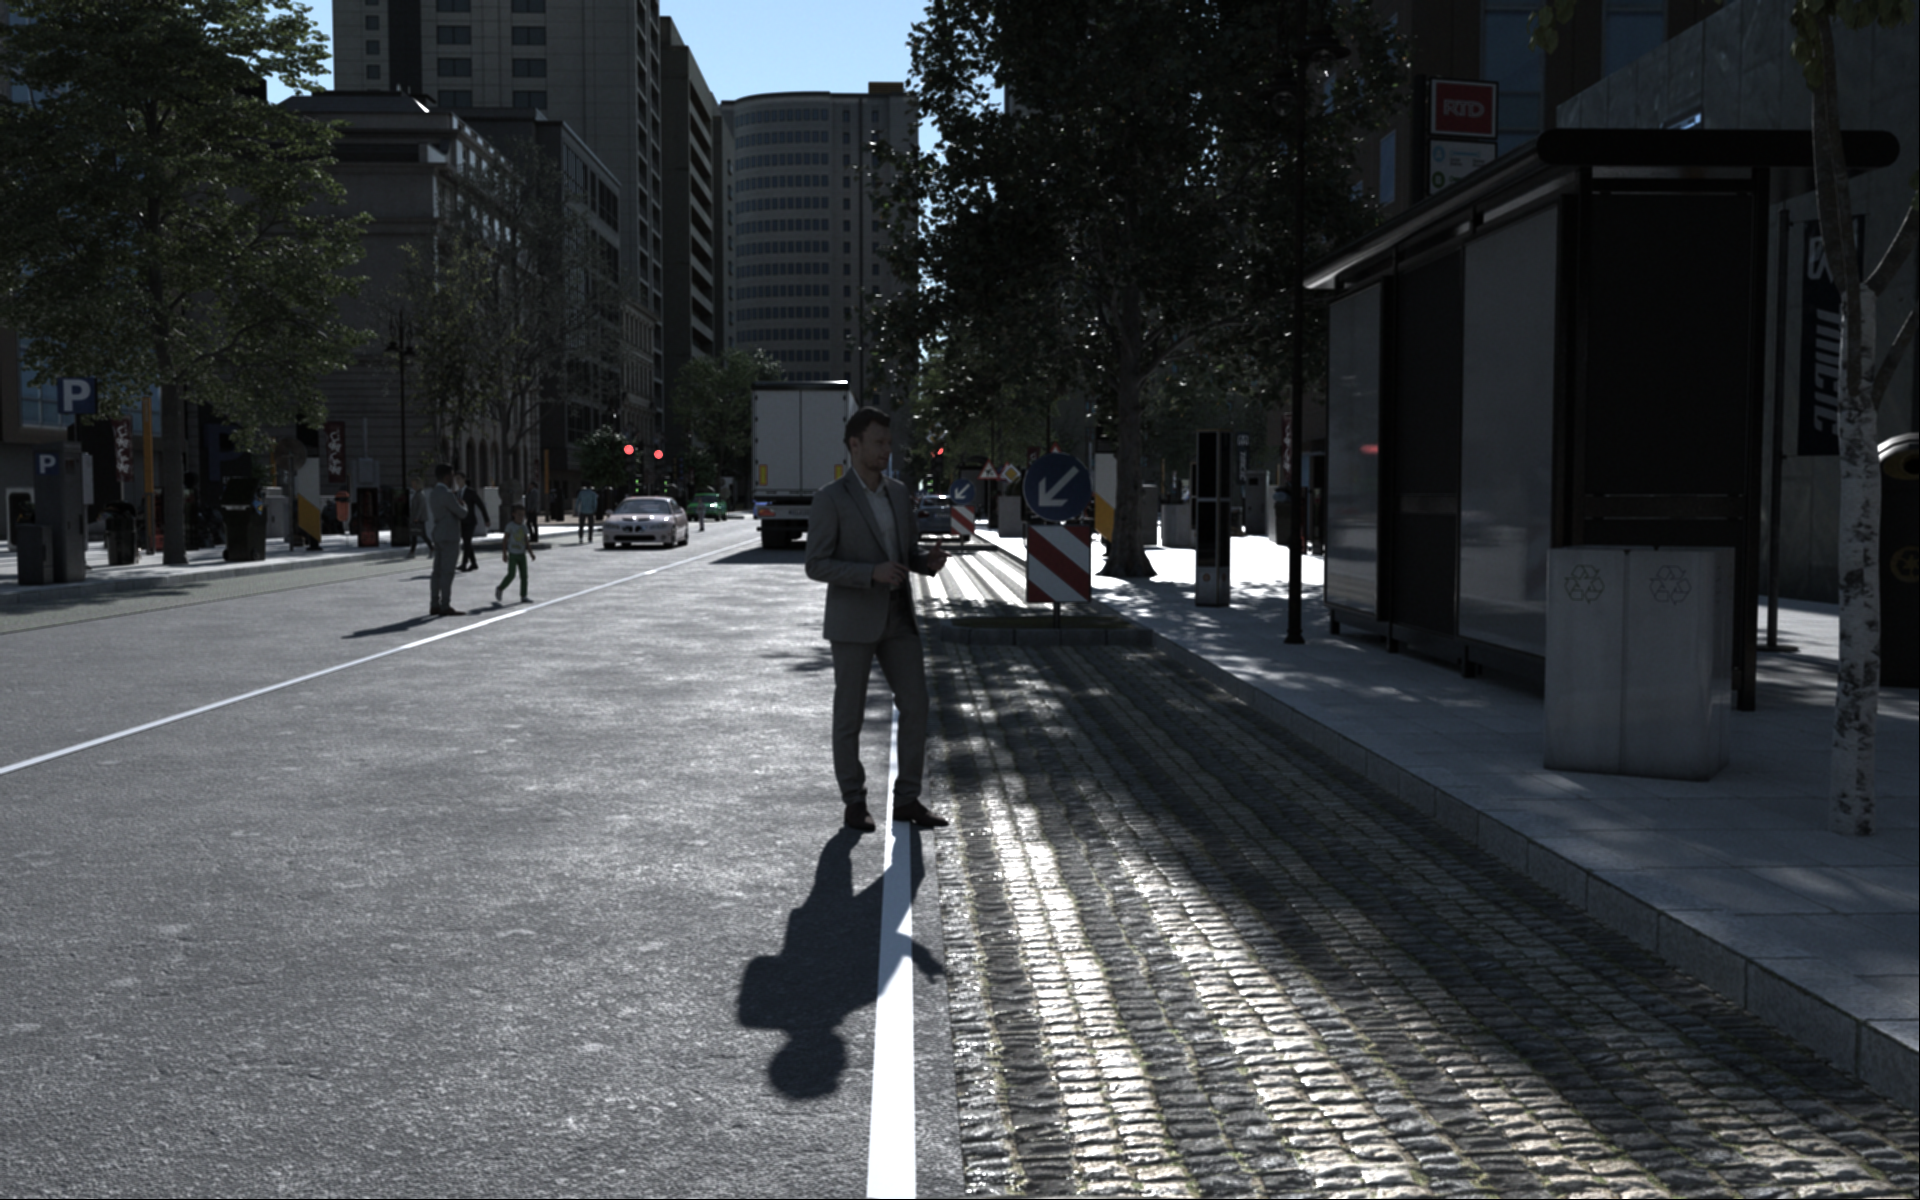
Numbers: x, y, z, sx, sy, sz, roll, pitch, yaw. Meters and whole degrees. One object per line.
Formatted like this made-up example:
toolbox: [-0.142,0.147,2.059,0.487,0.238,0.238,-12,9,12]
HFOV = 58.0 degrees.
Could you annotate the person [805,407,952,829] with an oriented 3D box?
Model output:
person: [-0.324,0.080,7.397,0.583,1.804,0.606,3,5,43]

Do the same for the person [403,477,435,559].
person: [-11.894,-1.801,38.134,0.728,1.800,0.709,-2,4,-25]

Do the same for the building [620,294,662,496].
building: [-30.470,-16.774,138.880,10.561,19.102,19.286,0,4,-2]

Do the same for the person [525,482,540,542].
person: [-12.641,-2.598,51.158,0.473,1.802,0.592,0,4,3]

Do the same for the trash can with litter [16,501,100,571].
trash can with litter: [-14.467,-0.996,27.676,1.055,1.170,0.624,0,4,-7]

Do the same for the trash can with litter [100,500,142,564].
trash can with litter: [-15.331,-1.239,31.644,0.624,1.170,1.055,-1,4,-16]

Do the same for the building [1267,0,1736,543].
building: [16.196,-24.038,43.136,14.600,45.320,14.200,0,4,-2]

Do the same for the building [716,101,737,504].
building: [-38.209,-35.608,205.887,21.600,48.544,21.300,0,4,-2]

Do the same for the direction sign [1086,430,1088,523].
direction sign: [4.521,-4.257,61.604,0.379,3.537,0.876,0,4,7]

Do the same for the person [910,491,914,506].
person: [-5.034,-10.525,181.142,0.434,1.755,0.990,1,4,13]

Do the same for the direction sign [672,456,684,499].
direction sign: [-16.751,-6.777,102.798,0.379,3.537,0.876,3,4,37]

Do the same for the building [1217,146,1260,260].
building: [43.232,-35.837,209.644,21.600,48.544,21.300,0,4,-2]

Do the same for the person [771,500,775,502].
person: [-9.027,-4.674,85.263,0.374,1.781,0.599,-3,5,-43]

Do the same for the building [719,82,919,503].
building: [-20.053,-43.343,250.650,28.212,58.520,21.231,0,4,-2]

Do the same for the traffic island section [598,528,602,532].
traffic island section: [-12.696,-2.718,66.726,2.009,0.180,2.903,0,4,-2]

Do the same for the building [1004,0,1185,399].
building: [15.649,-40.466,203.617,21.231,58.520,28.212,0,4,-2]

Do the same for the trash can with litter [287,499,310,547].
trash can with litter: [-16.213,-1.912,42.645,0.624,1.170,1.055,-1,4,-15]

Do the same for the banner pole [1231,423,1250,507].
banner pole: [9.789,-4.335,60.890,0.863,3.779,0.401,0,4,-5]

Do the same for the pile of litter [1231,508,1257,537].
pile of litter: [8.179,-2.369,52.698,1.176,0.858,1.719,-3,4,-37]

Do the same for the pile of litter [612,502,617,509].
pile of litter: [-18.184,-4.828,92.894,1.176,0.858,1.719,-1,4,-22]

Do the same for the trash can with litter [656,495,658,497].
trash can with litter: [-21.063,-6.651,119.799,1.678,1.210,2.233,-1,4,-17]

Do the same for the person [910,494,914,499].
person: [-5.127,-10.244,179.182,0.628,1.438,0.799,3,4,37]

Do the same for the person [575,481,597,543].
person: [-10.904,-2.566,50.473,0.660,1.820,0.620,0,4,-4]

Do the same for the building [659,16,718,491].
building: [-37.522,-34.057,180.536,21.300,48.544,21.600,0,4,-2]

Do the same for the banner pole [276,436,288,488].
banner pole: [-29.118,-5.170,74.542,0.401,3.779,0.863,3,4,37]

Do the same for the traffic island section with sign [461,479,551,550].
traffic island section with sign: [-11.664,-2.210,44.756,1.989,1.847,2.006,0,4,-2]

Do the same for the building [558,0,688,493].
building: [-36.065,-44.049,158.450,20.563,71.187,20.611,0,4,-2]

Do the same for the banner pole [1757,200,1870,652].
banner pole: [6.831,-1.464,13.961,0.401,3.779,0.863,-3,5,-42]

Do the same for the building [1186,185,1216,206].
building: [31.522,-36.657,249.450,14.200,45.320,14.600,0,4,-2]

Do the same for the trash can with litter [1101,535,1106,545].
trash can with litter: [3.988,-1.969,43.576,1.055,1.170,0.624,-1,4,-12]

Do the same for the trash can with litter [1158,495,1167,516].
trash can with litter: [11.710,-5.565,102.048,1.678,1.210,2.233,3,5,43]

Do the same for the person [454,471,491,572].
person: [-9.163,-1.452,32.019,0.659,1.850,0.755,2,4,27]

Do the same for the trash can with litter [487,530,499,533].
trash can with litter: [-15.700,-2.791,56.686,2.233,1.210,1.678,-1,4,-14]

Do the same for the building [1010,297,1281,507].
building: [19.614,-20.263,176.342,27.650,21.520,28.899,0,4,-2]

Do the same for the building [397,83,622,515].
building: [-31.717,-19.783,116.955,14.314,27.812,24.014,0,4,-2]

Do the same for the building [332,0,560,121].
building: [-60.239,-46.911,205.238,20.611,71.187,20.563,0,4,-2]

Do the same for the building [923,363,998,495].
building: [9.089,-25.149,256.229,28.899,21.520,27.650,0,4,-2]

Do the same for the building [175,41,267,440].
building: [-44.802,-15.737,86.986,15.834,23.373,12.332,0,4,-2]

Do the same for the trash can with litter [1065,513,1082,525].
trash can with litter: [3.826,-2.687,55.313,1.055,1.170,0.624,3,5,41]

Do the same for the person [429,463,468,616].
person: [-6.042,-0.725,20.542,0.511,1.800,0.466,3,4,37]

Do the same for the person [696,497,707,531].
person: [-10.013,-3.317,67.012,0.425,1.301,0.394,0,4,6]

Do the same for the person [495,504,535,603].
person: [-5.899,-0.624,22.944,0.590,1.304,0.306,2,4,27]

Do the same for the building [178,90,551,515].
building: [-31.040,-15.373,93.154,13.314,21.916,24.055,0,4,-2]

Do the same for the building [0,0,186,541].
building: [-33.268,-24.501,50.704,14.200,45.320,14.600,0,4,-2]

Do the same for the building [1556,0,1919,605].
building: [21.558,-42.741,11.492,22.319,86.520,31.000,0,4,-2]
